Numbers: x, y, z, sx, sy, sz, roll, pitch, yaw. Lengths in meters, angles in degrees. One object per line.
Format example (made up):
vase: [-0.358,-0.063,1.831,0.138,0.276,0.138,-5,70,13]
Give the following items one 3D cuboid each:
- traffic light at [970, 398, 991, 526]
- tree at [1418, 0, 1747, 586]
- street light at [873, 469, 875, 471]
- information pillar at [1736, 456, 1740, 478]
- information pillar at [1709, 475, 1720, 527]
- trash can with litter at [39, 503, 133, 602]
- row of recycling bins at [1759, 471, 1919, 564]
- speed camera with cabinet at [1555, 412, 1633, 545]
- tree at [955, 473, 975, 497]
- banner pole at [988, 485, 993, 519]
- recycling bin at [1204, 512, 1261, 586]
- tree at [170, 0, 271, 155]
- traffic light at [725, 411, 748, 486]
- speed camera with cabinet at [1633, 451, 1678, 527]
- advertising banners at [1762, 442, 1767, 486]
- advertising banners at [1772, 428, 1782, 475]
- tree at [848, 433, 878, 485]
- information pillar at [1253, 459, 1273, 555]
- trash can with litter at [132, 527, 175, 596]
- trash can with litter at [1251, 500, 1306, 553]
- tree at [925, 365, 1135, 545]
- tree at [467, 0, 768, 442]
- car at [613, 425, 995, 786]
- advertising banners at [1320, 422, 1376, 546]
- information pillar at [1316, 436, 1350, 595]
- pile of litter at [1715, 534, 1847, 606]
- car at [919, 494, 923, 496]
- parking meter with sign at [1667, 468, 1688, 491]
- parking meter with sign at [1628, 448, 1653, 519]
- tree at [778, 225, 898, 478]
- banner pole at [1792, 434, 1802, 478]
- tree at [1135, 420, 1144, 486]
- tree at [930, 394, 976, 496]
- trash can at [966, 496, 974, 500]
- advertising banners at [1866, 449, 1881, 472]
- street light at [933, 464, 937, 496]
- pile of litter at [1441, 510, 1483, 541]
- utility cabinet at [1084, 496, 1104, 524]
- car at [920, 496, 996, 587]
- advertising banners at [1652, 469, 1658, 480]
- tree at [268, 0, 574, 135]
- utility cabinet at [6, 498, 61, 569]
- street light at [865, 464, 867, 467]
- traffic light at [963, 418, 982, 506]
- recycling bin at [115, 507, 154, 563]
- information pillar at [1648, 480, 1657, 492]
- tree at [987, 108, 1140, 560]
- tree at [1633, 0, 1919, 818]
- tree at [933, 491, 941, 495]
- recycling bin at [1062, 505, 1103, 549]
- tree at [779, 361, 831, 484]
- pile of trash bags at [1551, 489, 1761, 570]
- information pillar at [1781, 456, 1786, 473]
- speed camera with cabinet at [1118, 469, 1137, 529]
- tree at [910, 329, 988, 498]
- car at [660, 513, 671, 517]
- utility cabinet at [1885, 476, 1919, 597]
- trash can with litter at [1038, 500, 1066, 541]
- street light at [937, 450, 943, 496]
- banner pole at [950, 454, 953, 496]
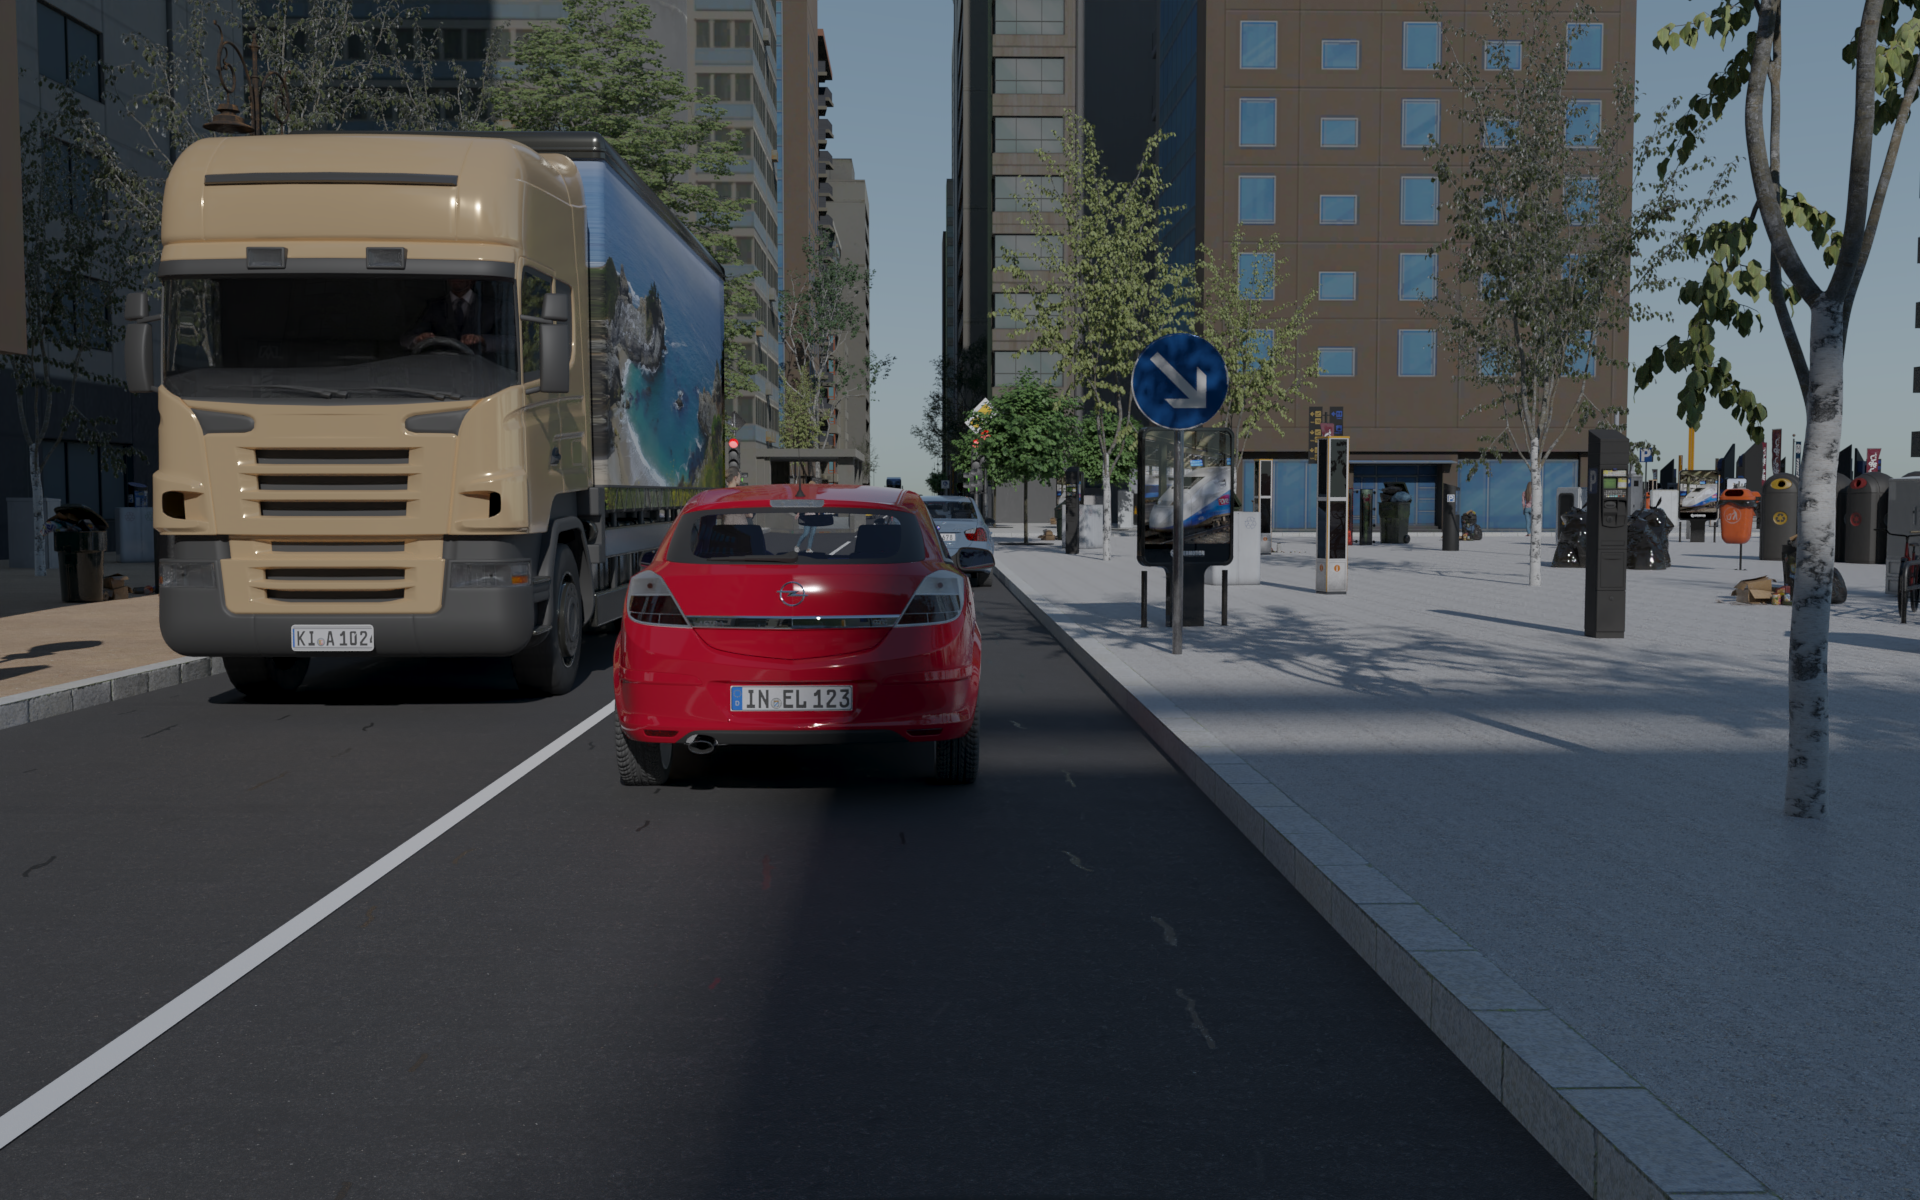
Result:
traffic light: [0.725,-3.773,50.612,0.839,4.253,0.868,0,4,-1]
tree: [8.105,-4.491,23.796,4.360,8.622,3.978,0,3,0]
street light: [-12.936,-17.583,260.267,0.468,5.910,1.993,0,4,-1]
information pillar: [47.468,-6.993,105.697,0.183,3.616,0.504,0,4,2]
information pillar: [29.190,-3.825,67.034,0.304,2.012,0.304,1,4,11]
trash can with litter: [-10.450,-0.574,20.769,0.624,1.170,1.055,0,4,4]
row of recycling bins: [16.602,-1.545,32.372,1.069,1.692,3.534,-2,4,-29]
speed camera with cabinet: [15.199,-2.899,41.730,0.660,3.252,2.038,-1,4,-15]
tree: [0.116,-8.651,136.044,1.663,3.219,1.824,0,3,0]
banner pole: [1.267,-4.966,71.207,0.401,3.779,0.863,-1,4,-16]
recycling bin: [3.814,-0.740,24.652,0.722,1.027,0.722,-1,4,-14]
tree: [-8.372,-4.319,20.982,4.360,8.622,3.978,0,3,0]
traffic light: [-7.577,-4.248,58.383,0.839,4.253,0.868,0,4,-1]
speed camera with cabinet: [27.328,-4.542,68.596,2.038,3.252,0.660,1,4,15]
advertising banners: [27.546,-3.836,58.904,0.090,3.025,2.074,3,5,40]
advertising banners: [21.866,-3.024,45.627,0.090,3.025,2.074,0,4,-1]
tree: [-11.839,-15.811,208.866,4.360,8.622,3.978,0,3,0]
information pillar: [6.400,-1.964,36.608,0.304,2.012,0.304,-1,4,-13]
trash can with litter: [-9.947,-0.716,22.766,1.678,1.210,2.233,2,4,26]
trash can with litter: [6.623,-1.682,38.565,1.678,1.210,2.233,-1,4,-10]
tree: [1.758,-3.677,43.841,4.285,4.588,4.351,0,3,0]
tree: [-8.413,-7.441,39.782,7.486,12.596,7.792,0,3,0]
car: [-0.844,-0.060,10.022,2.155,1.783,4.494,0,4,-2]
advertising banners: [9.600,-2.858,42.917,2.074,3.025,0.090,-3,4,-37]
information pillar: [4.766,-1.081,22.173,0.304,2.012,0.304,-1,4,-17]
pile of litter: [9.682,-0.395,20.419,1.719,0.858,1.176,0,4,-8]
car: [-2.893,-5.939,107.324,2.015,1.641,3.980,0,4,-3]
parking meter with sign: [48.562,-7.445,117.979,1.738,3.016,0.543,2,4,31]
parking meter with sign: [25.046,-4.177,64.563,1.738,3.016,0.543,-2,4,-33]
tree: [-10.956,-16.433,124.575,12.611,20.169,13.585,0,3,0]
banner pole: [34.827,-5.026,72.195,0.863,3.779,0.401,-3,4,-37]
tree: [5.300,-4.743,61.259,4.285,4.588,4.351,0,3,0]
tree: [-0.180,-10.672,124.846,4.360,8.622,3.978,0,3,0]
trash can: [0.762,-6.472,117.468,0.748,1.137,0.748,0,3,0]
advertising banners: [34.009,-4.274,66.069,2.074,3.025,0.090,0,4,8]
street light: [-2.677,-14.468,209.336,0.468,5.910,1.993,0,4,-1]
pile of litter: [13.809,-2.074,47.876,1.719,0.858,1.176,-3,5,-40]
utility cabinet: [5.668,-3.826,73.721,1.020,1.237,0.306,0,4,4]
car: [-0.399,-0.980,28.028,2.014,1.417,4.499,0,4,-2]
advertising banners: [49.023,-7.621,120.792,2.074,3.025,0.090,-1,4,-21]
tree: [-7.533,-4.695,27.129,4.360,8.622,3.978,0,3,0]
utility cabinet: [-16.048,-1.155,30.049,1.020,1.237,0.306,2,4,25]
street light: [-11.853,-15.030,218.534,0.468,5.910,1.993,0,4,-1]
traffic light: [0.531,-4.261,58.595,0.839,4.253,0.868,0,4,-1]
recycling bin: [-15.486,-1.229,32.655,0.722,1.027,0.722,-2,4,-32]
information pillar: [35.628,-5.177,89.138,0.304,2.012,0.304,-2,4,-26]
tree: [2.742,-5.056,33.034,4.737,8.622,4.395,0,3,0]
tree: [3.609,-3.448,6.741,4.737,8.622,4.395,0,3,0]
tree: [-3.280,-15.088,241.293,1.663,3.219,1.824,0,3,0]
recycling bin: [2.887,-1.730,40.843,0.722,1.027,0.722,3,5,40]
tree: [-9.207,-8.944,96.595,4.737,8.622,4.395,0,3,0]
pile of trash bags: [11.950,-1.233,29.912,3.447,1.369,1.912,3,5,42]
information pillar: [51.281,-7.143,108.135,0.183,3.616,0.504,-3,4,-39]
speed camera with cabinet: [6.511,-4.330,65.129,0.660,3.252,2.038,1,4,23]
tree: [0.783,-9.974,97.482,7.601,10.594,8.767,-1,4,-10]
car: [-11.212,-2.564,54.282,4.827,1.381,2.083,0,4,-1]
utility cabinet: [11.799,-0.769,21.256,0.318,1.500,1.173,0,4,3]
trash can with litter: [2.716,-2.231,47.860,1.055,1.170,0.624,-2,4,-25]
street light: [-1.719,-11.911,167.535,0.468,5.910,1.993,0,4,-1]
banner pole: [-0.520,-7.237,108.347,0.401,3.779,0.863,0,4,6]
